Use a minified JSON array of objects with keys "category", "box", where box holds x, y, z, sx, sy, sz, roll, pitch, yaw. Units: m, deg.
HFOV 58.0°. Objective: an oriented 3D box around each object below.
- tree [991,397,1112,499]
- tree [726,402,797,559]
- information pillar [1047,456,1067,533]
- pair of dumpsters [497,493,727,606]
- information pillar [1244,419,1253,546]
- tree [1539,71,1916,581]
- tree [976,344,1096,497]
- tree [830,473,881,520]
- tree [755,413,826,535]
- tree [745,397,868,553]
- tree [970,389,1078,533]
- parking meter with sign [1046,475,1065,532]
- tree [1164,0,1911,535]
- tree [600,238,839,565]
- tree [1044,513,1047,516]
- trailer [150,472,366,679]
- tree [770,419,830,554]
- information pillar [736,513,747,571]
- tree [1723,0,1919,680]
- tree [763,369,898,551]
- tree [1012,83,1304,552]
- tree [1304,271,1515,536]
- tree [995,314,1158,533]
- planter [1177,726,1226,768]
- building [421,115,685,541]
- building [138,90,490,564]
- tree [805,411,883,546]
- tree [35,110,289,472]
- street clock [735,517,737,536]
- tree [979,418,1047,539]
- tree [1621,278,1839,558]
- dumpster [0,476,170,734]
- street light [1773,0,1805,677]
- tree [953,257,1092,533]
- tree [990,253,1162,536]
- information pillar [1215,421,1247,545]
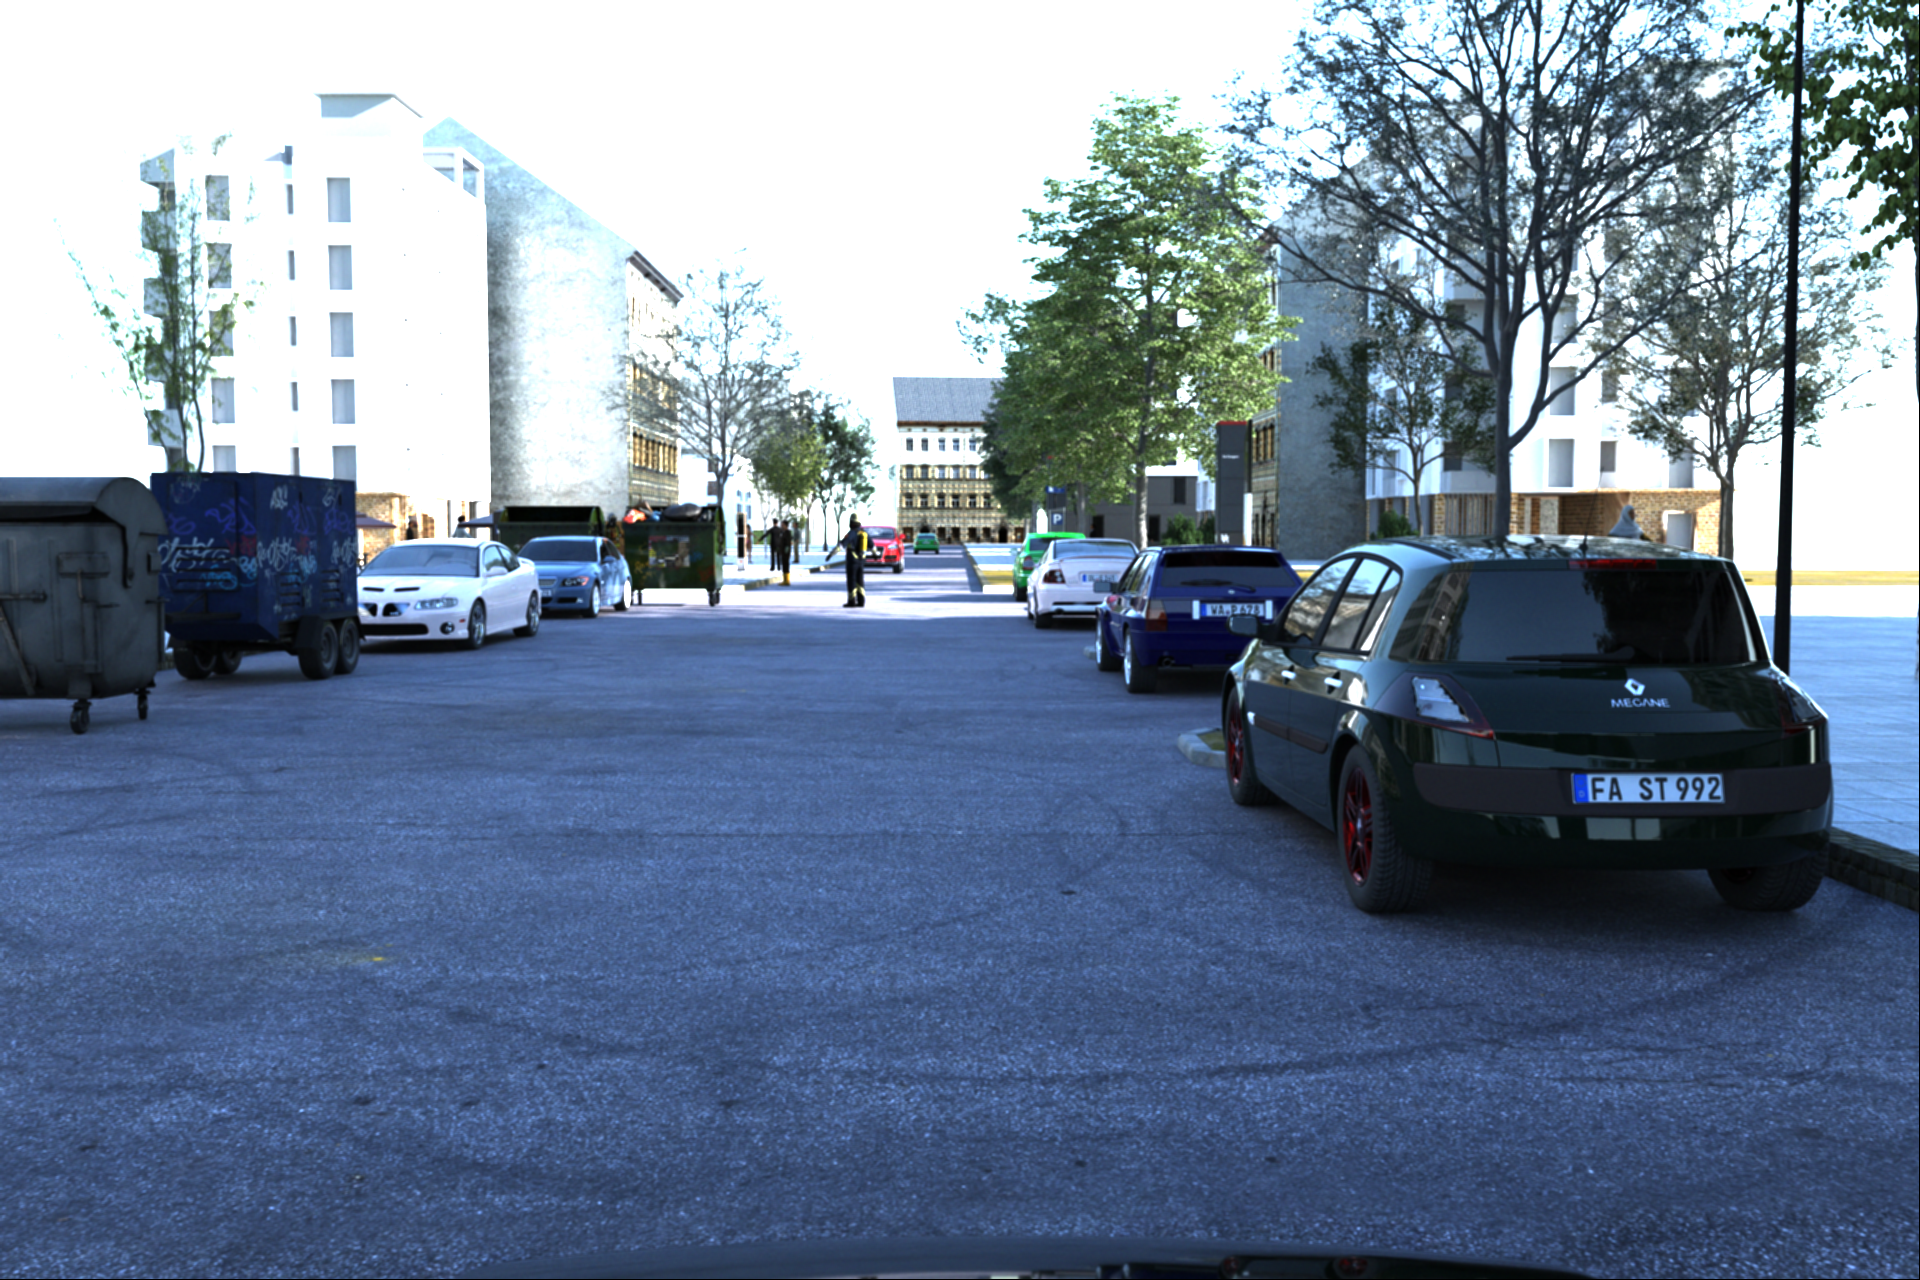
[{"category":"tree","box":[5.525,-9.766,94.089,8.767,10.594,7.601,2,4,34]},{"category":"tree","box":[-10.174,-8.597,90.922,4.360,8.622,3.978,0,3,0]},{"category":"information pillar","box":[3.230,-4.182,57.755,0.750,3.857,0.750,0,4,-1]},{"category":"pair of dumpsters","box":[-6.957,-1.821,34.730,4.436,2.255,1.574,0,3,0]},{"category":"information pillar","box":[5.904,-2.701,35.520,0.183,3.616,0.504,0,4,0]},{"category":"tree","box":[20.972,-8.361,47.079,12.009,13.543,11.850,0,3,0]},{"category":"tree","box":[5.722,-11.920,105.267,12.009,13.543,11.850,0,3,0]},{"category":"tree","box":[-14.362,-18.602,238.554,7.601,10.594,8.767,0,4,-2]},{"category":"tree","box":[-10.241,-9.240,101.430,4.737,8.622,4.395,0,3,0]},{"category":"tree","box":[-10.393,-11.160,116.885,8.767,10.594,7.601,0,4,-2]},{"category":"tree","box":[5.505,-13.716,130.918,9.857,13.997,8.962,0,3,0]},{"category":"parking meter with sign","box":[2.760,-3.273,49.775,0.543,3.016,1.738,0,4,1]},{"category":"tree","box":[8.383,-7.079,26.104,12.009,13.543,11.850,0,3,0]},{"category":"tree","box":[-9.947,-9.879,71.894,12.009,13.543,11.850,0,3,0]},{"category":"tree","box":[13.362,-17.626,238.548,4.737,8.622,4.395,0,3,0]},{"category":"trailer","box":[-6.945,-0.588,16.668,1.471,1.999,3.904,0,4,0]},{"category":"tree","box":[-10.248,-9.778,110.239,4.737,8.622,4.395,0,3,0]},{"category":"information pillar","box":[-7.549,-3.386,59.852,0.304,2.012,0.304,0,4,1]},{"category":"tree","box":[8.659,-3.944,14.839,4.737,8.622,4.395,0,3,0]},{"category":"tree","box":[-10.026,-13.339,128.468,12.009,13.543,11.850,0,3,0]},{"category":"tree","box":[5.030,-7.720,44.355,7.486,12.596,7.792,0,3,0]},{"category":"tree","box":[16.148,-7.774,61.523,7.601,10.594,8.767,2,4,31]},{"category":"tree","box":[5.537,-9.550,81.891,9.928,11.665,9.643,0,3,0]},{"category":"planter","box":[2.450,0.605,11.254,1.991,0.319,1.994,0,4,1]},{"category":"building","box":[-26.932,-16.487,100.484,19.493,23.208,18.063,0,4,-1]},{"category":"building","box":[-29.024,-13.385,75.271,16.016,20.090,11.380,0,4,0]},{"category":"tree","box":[-10.180,-13.369,144.334,9.928,11.665,9.643,0,3,0]},{"category":"tree","box":[-13.246,-4.882,30.184,4.360,8.622,3.978,0,3,0]},{"category":"street clock","box":[-7.675,-3.409,60.303,0.358,2.002,0.471,0,4,0]},{"category":"tree","box":[5.495,-13.709,142.263,7.486,12.596,7.792,0,3,0]},{"category":"tree","box":[26.333,-7.619,58.990,7.601,10.594,8.767,-1,4,-18]},{"category":"dumpster","box":[-7.018,-0.283,12.841,1.865,1.857,1.264,0,3,0]},{"category":"street light","box":[6.146,-2.392,11.653,1.470,5.913,1.316,0,3,0]},{"category":"tree","box":[6.404,-16.012,117.691,12.611,20.169,13.585,0,3,0]},{"category":"tree","box":[4.695,-9.314,70.405,7.486,12.596,7.792,0,3,0]},{"category":"information pillar","box":[6.243,-3.093,39.955,0.750,3.857,0.750,0,4,0]}]
